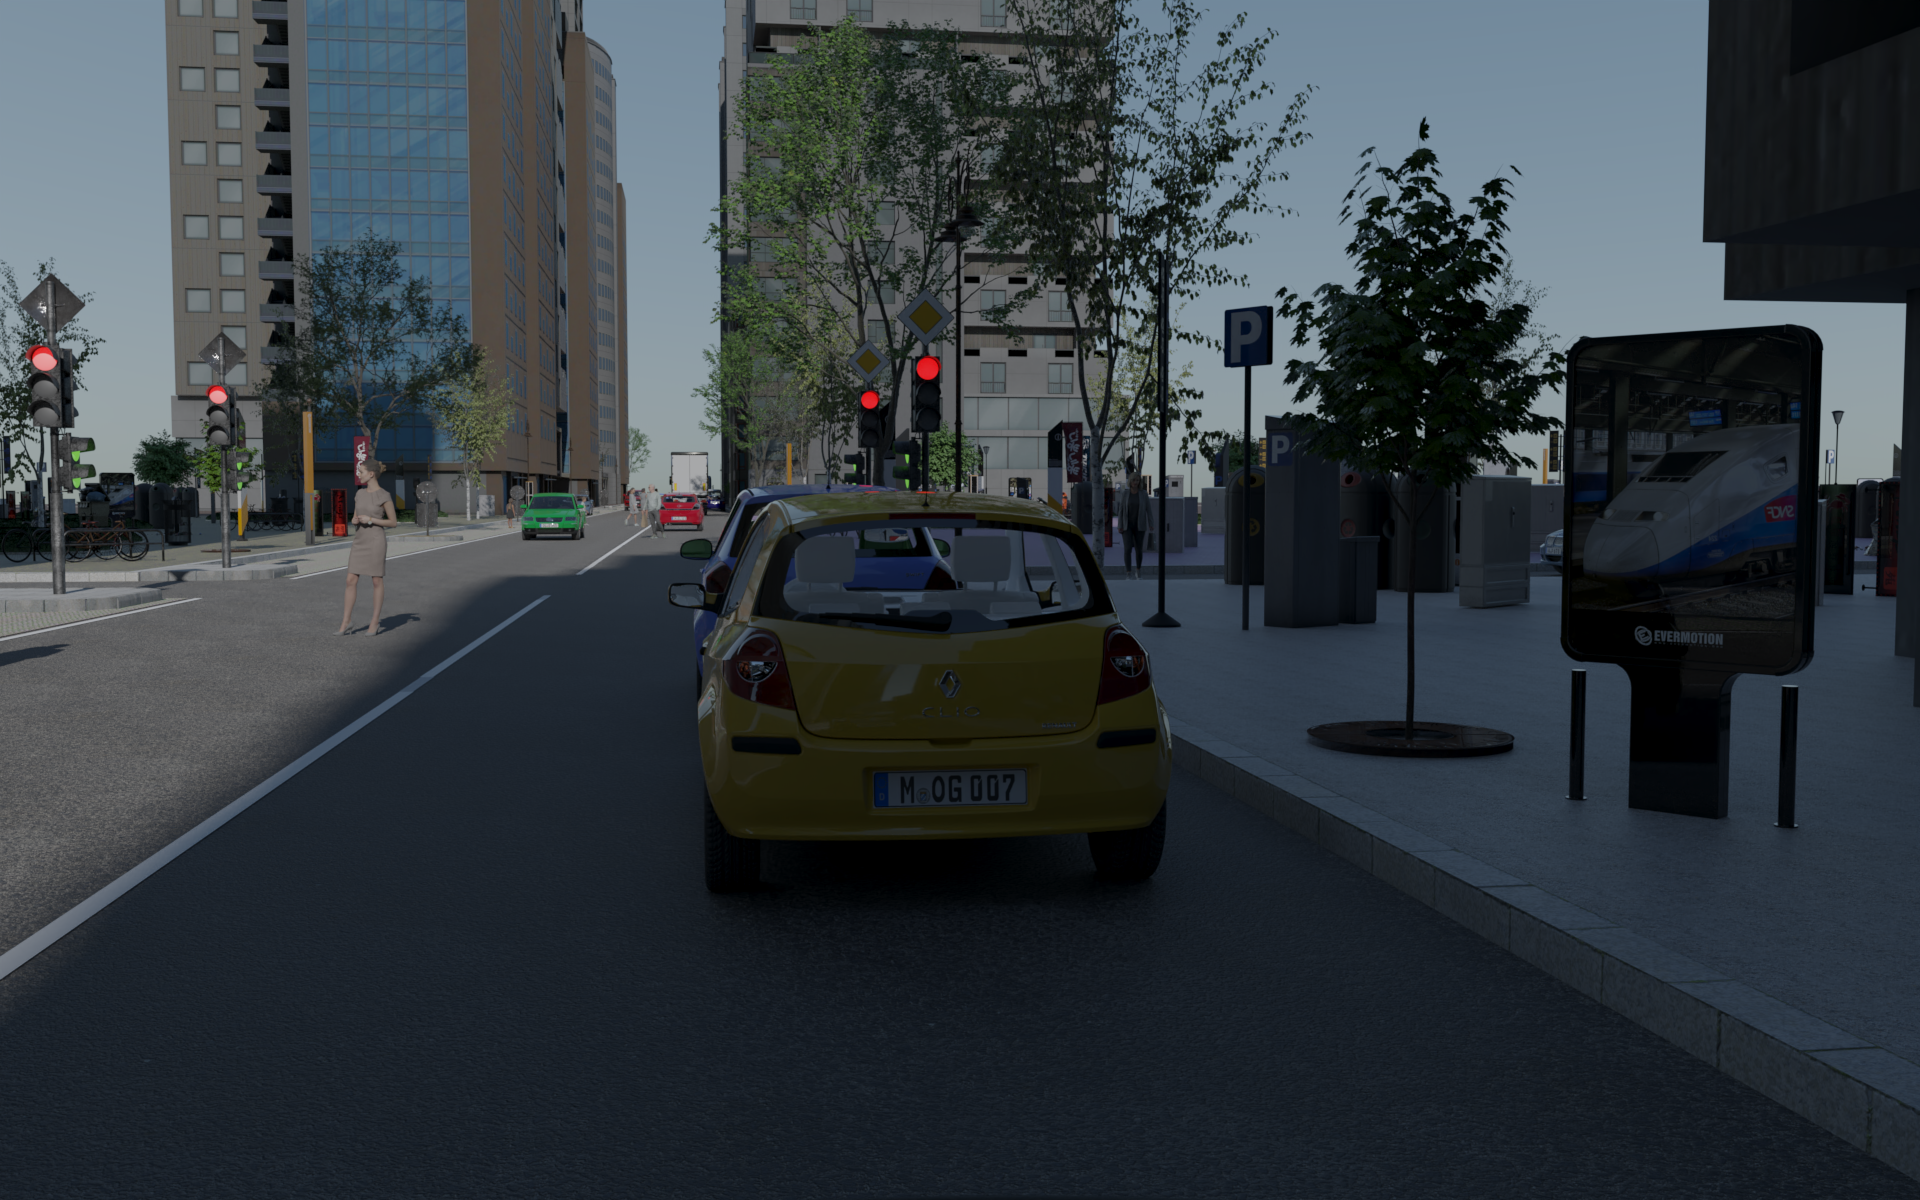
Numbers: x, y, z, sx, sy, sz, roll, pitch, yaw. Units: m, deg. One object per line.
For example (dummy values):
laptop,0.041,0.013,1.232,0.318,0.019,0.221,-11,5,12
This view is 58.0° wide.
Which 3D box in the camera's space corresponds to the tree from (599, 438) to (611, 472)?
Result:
tree,-38.200,-13.886,177.398,4.360,8.622,3.978,0,3,0

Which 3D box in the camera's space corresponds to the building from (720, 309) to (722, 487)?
building,-28.569,-29.738,257.910,14.160,30.474,14.107,-1,4,-9

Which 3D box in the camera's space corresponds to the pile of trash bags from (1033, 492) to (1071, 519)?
pile of trash bags,3.510,-4.532,83.848,3.447,1.369,1.912,0,4,3

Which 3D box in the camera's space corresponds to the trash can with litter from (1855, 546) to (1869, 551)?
trash can with litter,20.703,-1.796,40.418,1.678,1.210,2.233,3,4,37

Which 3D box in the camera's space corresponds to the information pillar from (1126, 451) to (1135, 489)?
information pillar,9.345,-6.335,94.935,0.504,3.616,0.183,1,4,8

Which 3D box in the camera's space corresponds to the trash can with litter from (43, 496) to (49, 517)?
trash can with litter,-44.090,-4.438,83.611,1.678,1.210,2.233,-1,4,-15

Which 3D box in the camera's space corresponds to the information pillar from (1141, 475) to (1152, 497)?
information pillar,7.114,-3.766,66.064,0.304,2.012,0.304,2,4,35

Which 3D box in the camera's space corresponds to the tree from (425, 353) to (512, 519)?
tree,-25.353,-8.547,90.106,4.360,8.622,3.978,0,3,0

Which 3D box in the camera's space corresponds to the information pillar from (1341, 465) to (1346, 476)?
information pillar,7.726,-2.637,34.462,0.504,3.616,0.183,0,4,-3

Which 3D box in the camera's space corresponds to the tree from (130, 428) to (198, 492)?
tree,-39.691,-6.289,86.534,4.285,4.588,4.351,0,3,0

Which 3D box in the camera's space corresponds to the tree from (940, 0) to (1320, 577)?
tree,1.668,-4.242,19.722,4.360,8.622,3.978,0,3,0

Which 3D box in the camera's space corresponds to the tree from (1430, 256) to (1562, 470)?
tree,15.986,-6.268,52.848,4.360,8.622,3.978,0,3,0

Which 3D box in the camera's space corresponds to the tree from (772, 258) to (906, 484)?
tree,-3.910,-6.374,54.585,4.737,8.622,4.395,0,3,0

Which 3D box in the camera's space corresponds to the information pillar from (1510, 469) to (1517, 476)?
information pillar,34.231,-7.086,107.215,0.504,3.616,0.183,3,4,38

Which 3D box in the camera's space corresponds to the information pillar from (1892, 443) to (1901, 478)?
information pillar,43.294,-5.421,79.992,0.183,3.616,0.504,-2,4,-30

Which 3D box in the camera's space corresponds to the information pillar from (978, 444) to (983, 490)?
information pillar,0.968,-5.493,81.161,0.183,3.616,0.504,-1,4,-21

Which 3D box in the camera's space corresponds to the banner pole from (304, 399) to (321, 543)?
banner pole,-17.148,-3.406,45.700,0.401,3.779,0.863,-2,4,-25

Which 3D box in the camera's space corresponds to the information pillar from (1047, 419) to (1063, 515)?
information pillar,2.998,-3.853,54.352,0.504,3.616,0.183,0,4,-5

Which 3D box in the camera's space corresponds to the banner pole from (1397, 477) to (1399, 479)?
banner pole,19.524,-5.271,76.201,0.863,3.779,0.401,-2,4,-33

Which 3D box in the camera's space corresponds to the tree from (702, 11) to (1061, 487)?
tree,-1.613,-6.779,36.598,9.928,11.665,9.643,0,3,0

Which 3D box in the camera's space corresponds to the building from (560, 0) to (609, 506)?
building,-50.528,-46.254,194.507,20.563,71.187,20.611,-1,4,-9

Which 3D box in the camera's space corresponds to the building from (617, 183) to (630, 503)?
building,-53.624,-36.165,241.401,14.600,45.320,14.200,-1,4,-9

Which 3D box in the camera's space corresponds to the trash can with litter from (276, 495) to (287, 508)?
trash can with litter,-35.179,-4.884,90.917,2.233,1.210,1.678,-1,4,-22

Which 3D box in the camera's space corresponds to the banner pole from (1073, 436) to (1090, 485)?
banner pole,4.511,-4.592,65.090,0.863,3.779,0.401,-1,4,-13

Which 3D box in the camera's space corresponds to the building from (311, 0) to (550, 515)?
building,-36.618,-28.944,123.342,14.600,45.320,14.200,-1,4,-9

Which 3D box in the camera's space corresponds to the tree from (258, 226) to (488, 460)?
tree,-20.124,-7.665,59.742,8.767,10.594,7.601,0,4,5

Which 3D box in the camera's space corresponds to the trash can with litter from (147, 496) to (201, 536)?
trash can with litter,-24.658,-2.637,54.164,1.678,1.210,2.233,-1,4,-17

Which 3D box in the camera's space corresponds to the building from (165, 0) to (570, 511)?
building,-47.103,-33.843,142.576,28.713,52.752,27.495,-1,4,-9

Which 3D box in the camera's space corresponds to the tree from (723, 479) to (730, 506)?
tree,-25.134,-11.879,188.816,1.663,3.219,1.824,0,3,0

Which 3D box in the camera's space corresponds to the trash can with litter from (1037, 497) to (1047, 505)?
trash can with litter,3.469,-3.476,68.228,1.055,1.170,0.624,-1,4,-9

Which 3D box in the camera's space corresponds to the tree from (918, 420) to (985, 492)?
tree,-0.589,-5.593,75.157,4.285,4.588,4.351,0,3,0

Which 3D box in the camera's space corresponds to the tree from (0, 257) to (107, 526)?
tree,-28.512,-6.278,53.007,4.737,8.622,4.395,0,3,0

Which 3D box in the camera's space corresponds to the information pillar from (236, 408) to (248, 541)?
information pillar,-19.612,-3.421,47.295,0.183,3.616,0.504,0,4,-2

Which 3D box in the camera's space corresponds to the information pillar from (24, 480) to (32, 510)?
information pillar,-49.531,-5.357,92.075,0.304,2.012,0.304,-2,4,-30

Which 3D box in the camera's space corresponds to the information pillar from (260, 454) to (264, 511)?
information pillar,-40.778,-6.717,101.178,0.183,3.616,0.504,-2,4,-28

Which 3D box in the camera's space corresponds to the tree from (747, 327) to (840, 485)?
tree,-6.934,-7.663,75.656,4.360,8.622,3.978,0,3,0

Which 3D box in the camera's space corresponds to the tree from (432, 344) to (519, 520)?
tree,-23.770,-8.198,84.394,4.737,8.622,4.395,0,3,0

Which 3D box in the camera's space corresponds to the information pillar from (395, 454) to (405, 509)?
information pillar,-32.481,-6.676,100.512,0.504,3.616,0.183,0,4,6

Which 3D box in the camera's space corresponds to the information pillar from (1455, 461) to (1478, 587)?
information pillar,6.986,-1.198,24.078,0.304,2.012,0.304,3,5,39

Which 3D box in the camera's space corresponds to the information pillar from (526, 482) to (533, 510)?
information pillar,-25.388,-5.975,102.175,0.304,2.012,0.304,-3,5,-42

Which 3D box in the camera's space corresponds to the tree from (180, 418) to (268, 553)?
tree,-16.197,-2.666,38.189,1.663,3.219,1.824,0,3,0

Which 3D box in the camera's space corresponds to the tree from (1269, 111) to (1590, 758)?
tree,2.447,-0.871,8.843,1.663,3.219,1.824,0,3,0

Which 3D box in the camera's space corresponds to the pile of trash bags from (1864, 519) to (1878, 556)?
pile of trash bags,19.674,-1.589,35.739,1.912,1.369,3.447,3,5,39

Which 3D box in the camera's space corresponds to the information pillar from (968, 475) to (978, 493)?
information pillar,0.500,-3.848,67.405,0.304,2.012,0.304,-1,4,-22

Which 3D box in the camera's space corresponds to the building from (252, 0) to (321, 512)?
building,-35.241,-28.080,109.215,14.600,45.320,14.200,-1,4,-9

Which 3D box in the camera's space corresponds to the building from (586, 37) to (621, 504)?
building,-54.548,-41.415,219.141,21.231,58.520,28.212,-1,4,-9

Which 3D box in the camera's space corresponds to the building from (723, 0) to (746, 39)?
building,-17.588,-40.760,208.416,21.231,58.520,28.212,-1,4,-9

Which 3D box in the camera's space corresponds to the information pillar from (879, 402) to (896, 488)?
information pillar,-1.767,-3.074,41.610,0.504,3.616,0.183,0,4,-7

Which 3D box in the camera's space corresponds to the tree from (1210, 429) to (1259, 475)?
tree,14.079,-6.317,87.004,4.285,4.588,4.351,0,3,0

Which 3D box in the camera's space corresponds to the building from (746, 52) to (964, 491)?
building,-7.497,-21.178,117.969,14.160,30.474,14.107,-1,4,-9

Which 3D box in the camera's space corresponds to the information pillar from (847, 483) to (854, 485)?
information pillar,-5.286,-4.849,83.778,0.304,2.012,0.304,0,4,7

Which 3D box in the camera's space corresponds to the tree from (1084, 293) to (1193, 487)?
tree,6.357,-6.828,62.008,4.737,8.622,4.395,0,3,0

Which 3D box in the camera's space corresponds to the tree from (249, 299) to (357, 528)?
tree,-24.991,-7.066,65.890,4.360,8.622,3.978,0,3,0

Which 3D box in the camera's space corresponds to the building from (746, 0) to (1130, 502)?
building,-3.207,-33.621,138.936,28.713,52.752,27.495,-1,4,-9

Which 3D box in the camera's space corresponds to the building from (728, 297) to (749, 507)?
building,-8.334,-19.790,168.610,27.650,21.520,28.899,-1,4,-9

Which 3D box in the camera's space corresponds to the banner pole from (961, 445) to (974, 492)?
banner pole,0.261,-5.403,78.354,0.863,3.779,0.401,-1,4,-11

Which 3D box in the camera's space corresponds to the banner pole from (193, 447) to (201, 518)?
banner pole,-40.901,-6.293,92.914,0.401,3.779,0.863,0,4,-1
